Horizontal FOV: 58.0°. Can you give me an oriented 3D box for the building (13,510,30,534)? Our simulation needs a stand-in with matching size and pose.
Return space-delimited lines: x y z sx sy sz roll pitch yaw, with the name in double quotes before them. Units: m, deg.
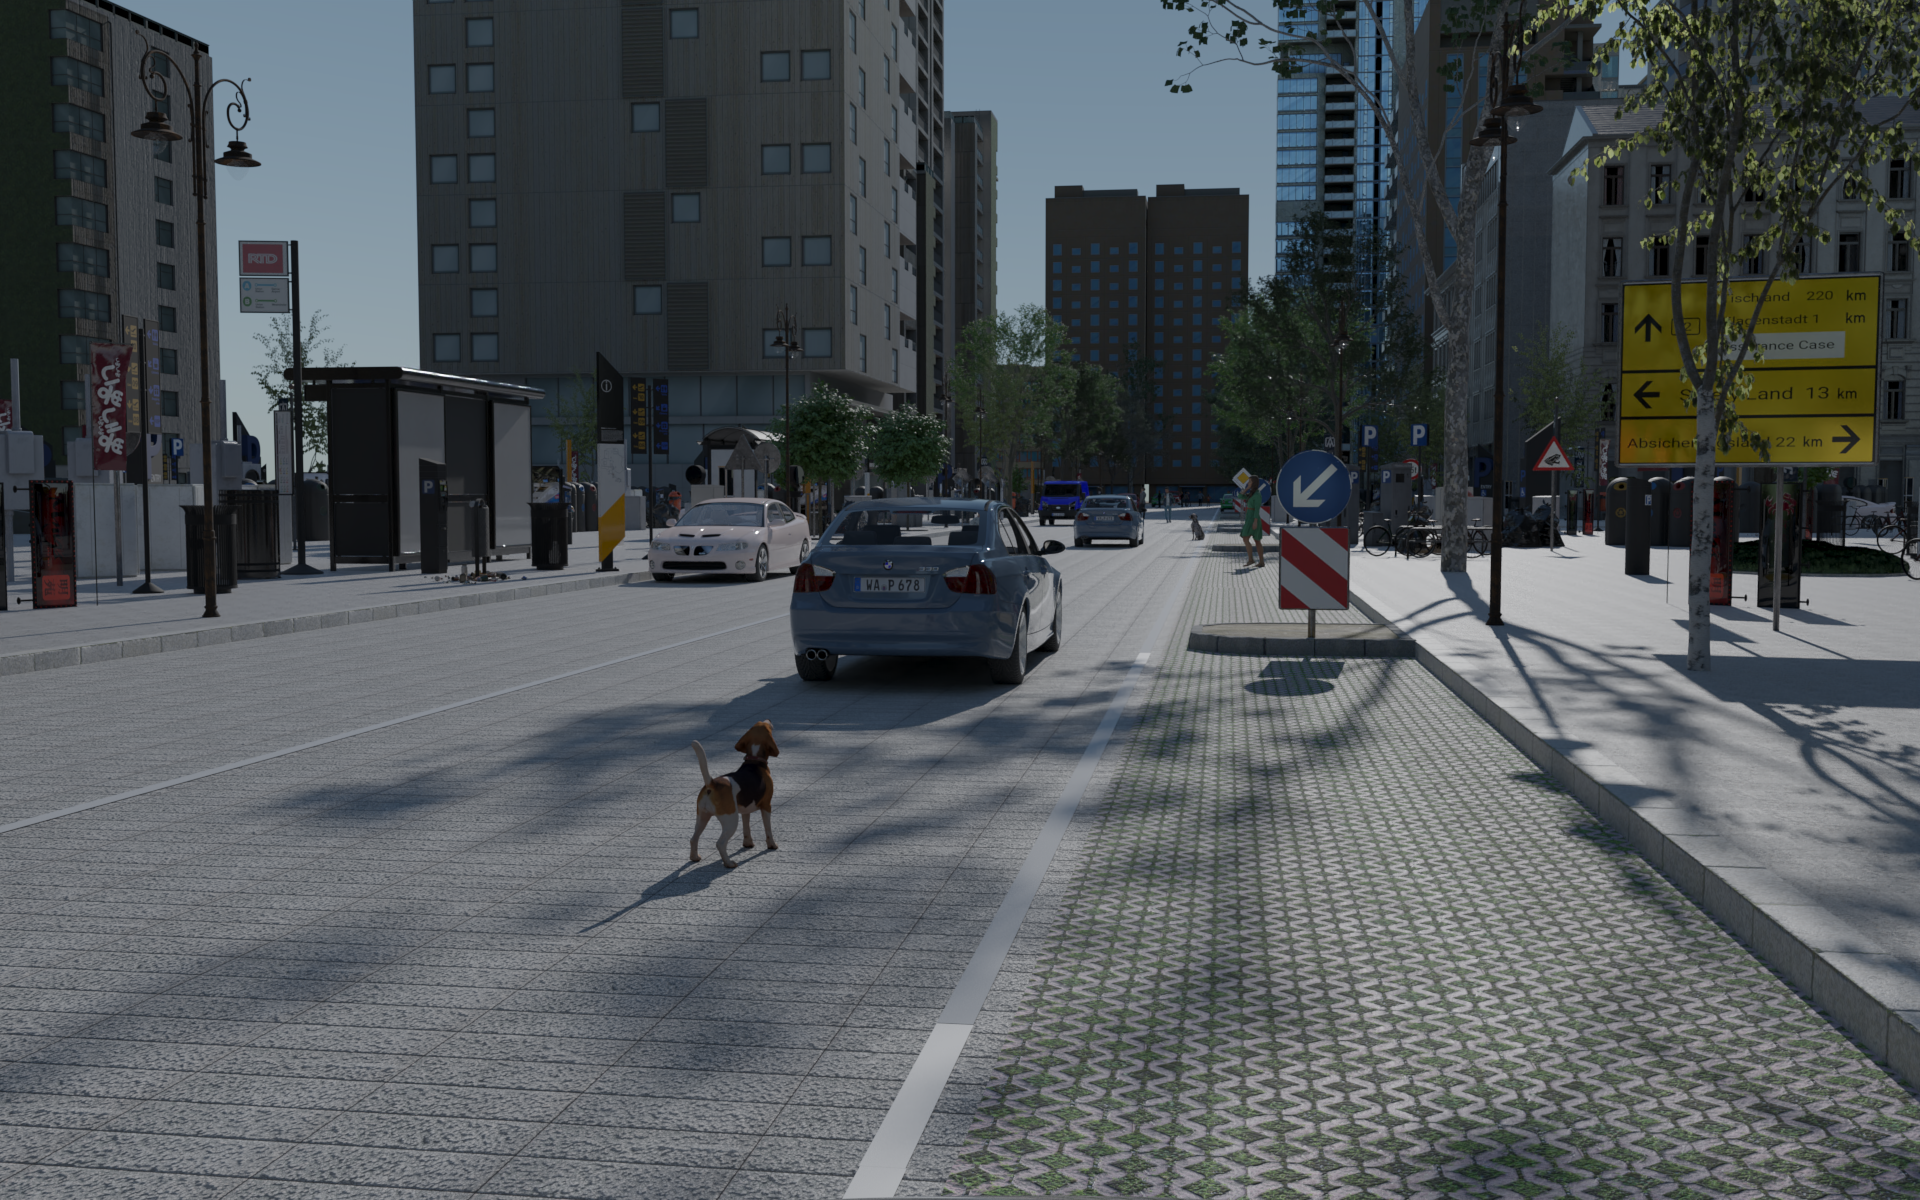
"building" -39.229 -21.422 42.132 23.993 40.220 32.217 1 4 9

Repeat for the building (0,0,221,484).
"building" -54.420 -20.267 103.073 14.107 30.474 14.160 1 4 9

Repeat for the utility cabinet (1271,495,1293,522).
"utility cabinet" 14.677 -4.144 78.916 1.020 1.237 0.306 -2 4 -24

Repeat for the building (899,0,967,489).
"building" -10.125 -44.272 162.091 20.563 71.187 20.611 1 4 9

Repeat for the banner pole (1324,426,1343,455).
"banner pole" 13.703 -4.491 63.444 0.863 3.779 0.401 2 4 27

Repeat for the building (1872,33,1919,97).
"building" 66.465 -17.355 88.262 34.151 26.468 19.350 1 4 9

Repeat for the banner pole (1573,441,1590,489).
"banner pole" 29.395 -5.613 81.789 0.863 3.779 0.401 3 4 36

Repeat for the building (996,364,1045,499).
"building" -0.224 -25.657 264.537 28.899 21.520 27.650 1 4 9

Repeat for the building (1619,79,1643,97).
"building" 87.930 -43.079 246.338 28.212 58.520 21.231 1 4 9

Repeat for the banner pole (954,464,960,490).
"banner pole" -0.258 -9.401 143.718 0.401 3.779 0.863 -3 5 -42

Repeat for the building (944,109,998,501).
"building" -3.949 -30.384 180.370 14.154 41.232 14.086 1 4 9

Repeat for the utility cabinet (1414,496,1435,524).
"utility cabinet" 19.854 -3.819 73.607 1.020 1.237 0.306 0 4 -2

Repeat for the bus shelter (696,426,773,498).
"bus shelter" -6.489 -3.712 54.612 2.014 3.302 5.546 1 4 9

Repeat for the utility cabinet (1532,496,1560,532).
"utility cabinet" 18.998 -2.754 56.192 0.306 1.237 1.020 -1 4 -19

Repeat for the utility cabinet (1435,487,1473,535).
"utility cabinet" 15.489 -2.792 54.330 1.173 1.500 0.318 -1 4 -18

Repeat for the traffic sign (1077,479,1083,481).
"traffic sign" 9.866 -8.729 142.829 0.768 2.556 0.104 1 4 13

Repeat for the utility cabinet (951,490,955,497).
"utility cabinet" -0.122 -5.957 106.083 0.318 1.500 1.173 -3 4 -38

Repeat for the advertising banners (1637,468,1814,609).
"advertising banners" 8.685 -1.450 19.903 2.074 3.025 0.090 3 5 43

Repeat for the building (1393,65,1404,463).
"building" 49.947 -31.657 167.698 14.600 45.320 14.200 1 4 9

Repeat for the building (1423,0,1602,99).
"building" 47.645 -30.801 153.711 14.600 45.320 14.200 1 4 9

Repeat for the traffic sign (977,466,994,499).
"traffic sign" 1.152 -4.757 77.889 0.768 2.556 0.104 1 4 10

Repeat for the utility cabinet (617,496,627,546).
"utility cabinet" -8.569 -1.932 42.742 0.306 1.237 1.020 0 4 5

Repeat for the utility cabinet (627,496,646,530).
"utility cabinet" -11.639 -3.092 61.712 1.020 1.237 0.306 3 4 37

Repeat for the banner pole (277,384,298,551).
"banner pole" -15.358 -3.032 39.590 0.863 3.779 0.401 3 5 42

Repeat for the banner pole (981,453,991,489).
"banner pole" 1.583 -6.845 101.934 0.863 3.779 0.401 -1 4 -19

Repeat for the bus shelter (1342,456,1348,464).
"bus shelter" 22.122 -6.857 103.388 1.731 3.624 6.357 1 4 9

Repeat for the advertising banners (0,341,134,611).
"advertising banners" -10.214 -1.420 19.400 0.090 3.025 2.074 2 4 35

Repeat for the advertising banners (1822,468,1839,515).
"advertising banners" 23.457 -3.180 48.185 2.074 3.025 0.090 1 4 12

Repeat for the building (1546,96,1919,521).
"building" 39.798 -14.574 87.438 18.267 20.994 9.793 1 4 9

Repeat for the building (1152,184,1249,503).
"building" 34.642 -36.830 252.274 14.200 45.320 14.600 1 4 9

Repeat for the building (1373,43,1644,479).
"building" 58.196 -34.821 188.927 23.786 49.044 30.456 1 4 9

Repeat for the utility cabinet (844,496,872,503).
"utility cabinet" -3.798 -3.261 64.476 1.020 1.237 0.306 0 4 -5

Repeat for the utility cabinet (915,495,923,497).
"utility cabinet" -2.229 -5.028 93.369 0.306 1.237 1.020 1 4 14

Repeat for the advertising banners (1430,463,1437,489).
"advertising banners" 27.039 -6.151 96.762 0.090 3.025 2.074 -2 4 -32

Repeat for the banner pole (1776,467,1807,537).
"banner pole" 20.519 -3.213 42.555 0.863 3.779 0.401 2 4 35

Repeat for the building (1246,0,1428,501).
"building" 57.401 -57.349 250.331 31.000 86.520 22.319 1 4 9

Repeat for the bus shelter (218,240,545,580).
"bus shelter" -9.918 -3.203 29.998 2.179 5.291 8.768 1 4 9

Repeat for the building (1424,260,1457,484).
"building" 42.928 -18.215 133.976 11.583 22.565 21.152 1 4 9

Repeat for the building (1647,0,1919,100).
"building" 91.399 -39.525 188.238 28.212 58.520 21.231 1 4 9

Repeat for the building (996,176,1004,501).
"building" -9.140 -33.574 203.555 28.867 44.769 22.147 1 4 9

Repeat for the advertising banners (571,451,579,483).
"advertising banners" -14.888 -4.484 69.504 2.074 3.025 0.090 2 4 27

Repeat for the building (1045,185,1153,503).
"building" 20.219 -36.891 253.281 14.200 45.320 14.600 1 4 9

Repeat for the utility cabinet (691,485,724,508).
"utility cabinet" -5.995 -1.991 41.238 0.318 1.500 1.173 -2 4 -35

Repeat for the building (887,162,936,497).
"building" -10.120 -22.863 145.507 14.160 30.474 14.107 1 4 9

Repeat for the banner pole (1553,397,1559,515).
"banner pole" 15.505 -3.374 45.182 0.401 3.779 0.863 1 4 12

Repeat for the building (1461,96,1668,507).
"building" 40.185 -18.077 113.585 12.078 24.808 19.932 1 4 9

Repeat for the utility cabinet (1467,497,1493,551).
"utility cabinet" 11.777 -1.724 39.353 0.306 1.237 1.020 -1 4 -10

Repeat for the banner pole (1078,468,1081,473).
"banner pole" 10.082 -9.559 146.302 0.401 3.779 0.863 -1 4 -18

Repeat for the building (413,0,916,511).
"building" -18.050 -32.229 116.177 28.713 52.752 27.495 1 4 9

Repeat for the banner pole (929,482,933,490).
"banner pole" -2.118 -8.613 130.832 0.863 3.779 0.401 2 4 25

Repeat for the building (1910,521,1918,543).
"building" 33.213 -29.985 32.261 21.231 58.520 28.212 1 4 9
